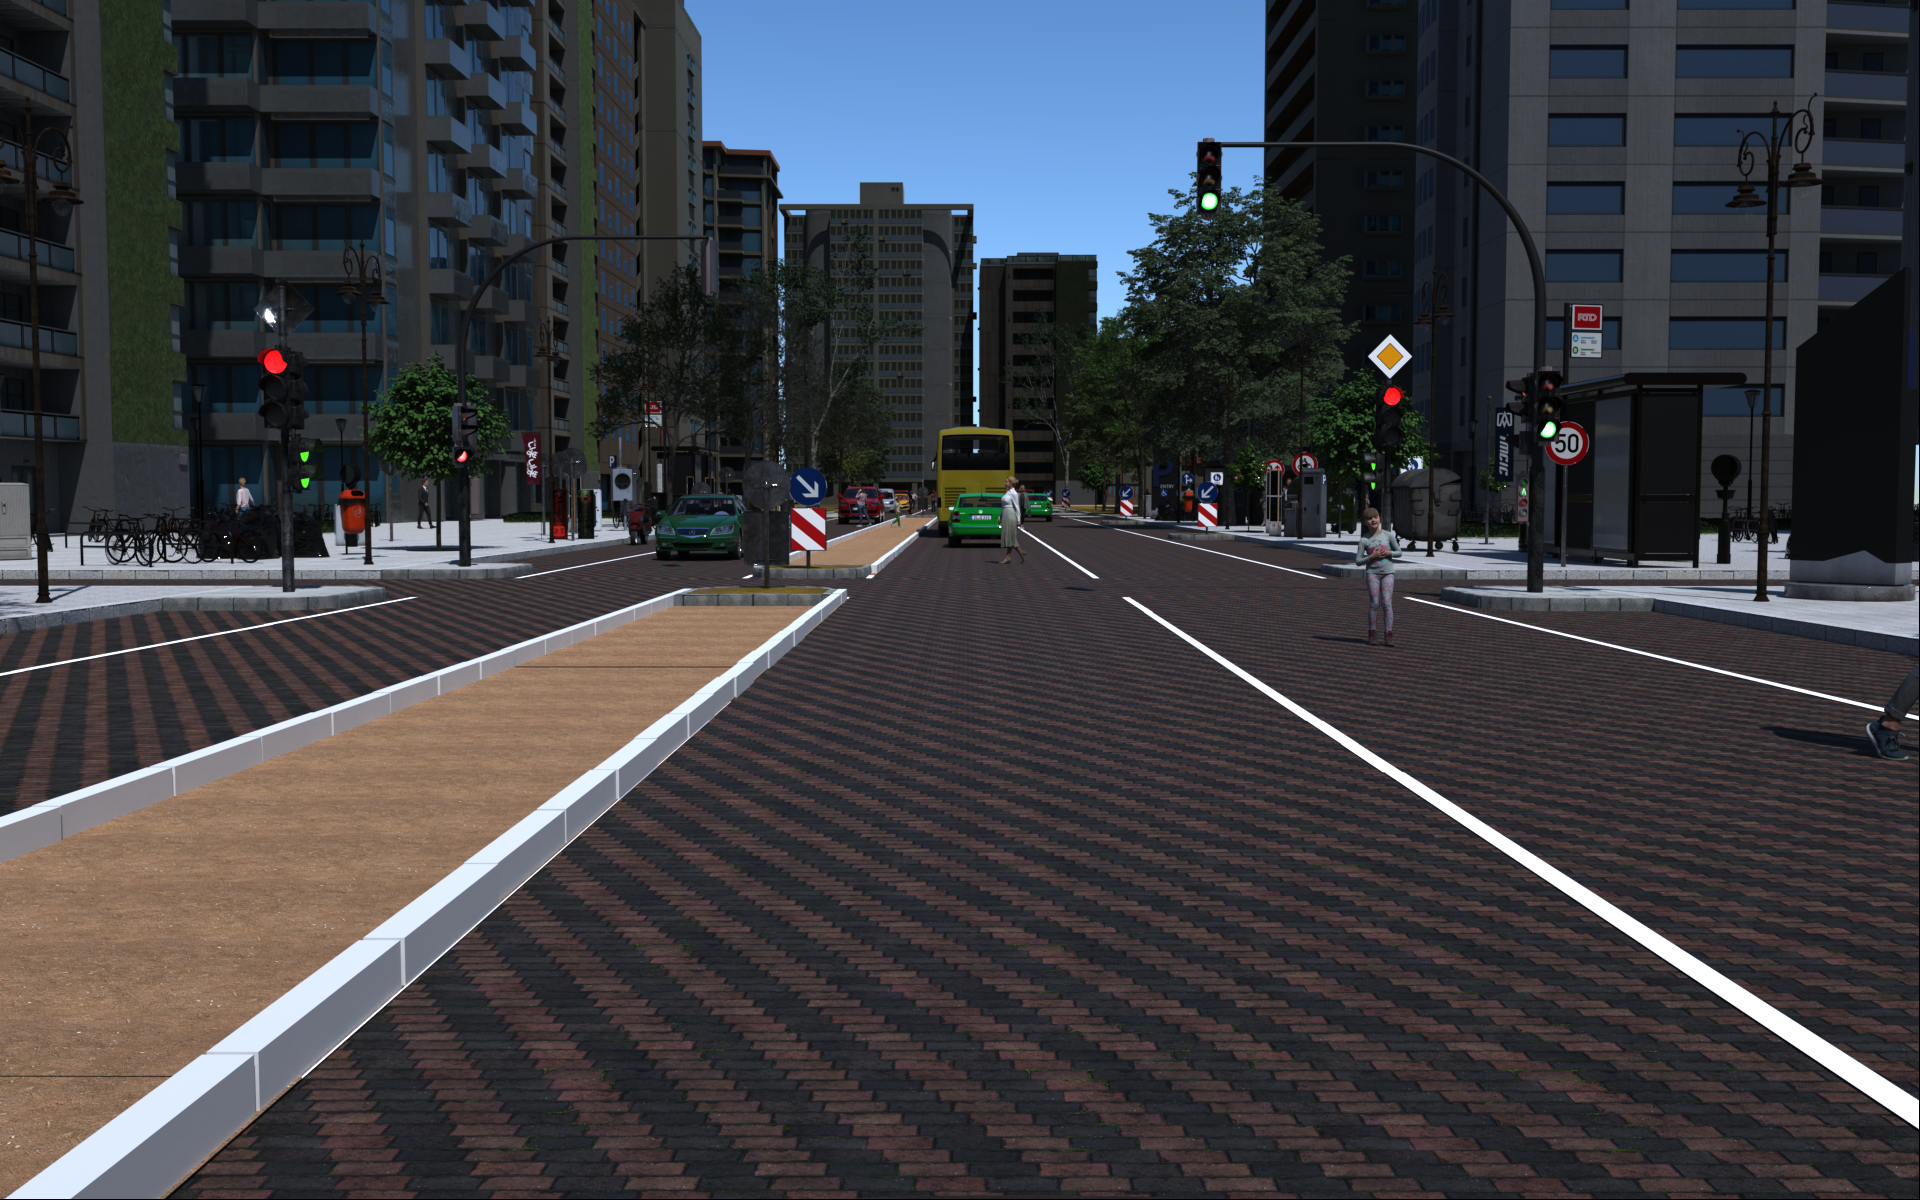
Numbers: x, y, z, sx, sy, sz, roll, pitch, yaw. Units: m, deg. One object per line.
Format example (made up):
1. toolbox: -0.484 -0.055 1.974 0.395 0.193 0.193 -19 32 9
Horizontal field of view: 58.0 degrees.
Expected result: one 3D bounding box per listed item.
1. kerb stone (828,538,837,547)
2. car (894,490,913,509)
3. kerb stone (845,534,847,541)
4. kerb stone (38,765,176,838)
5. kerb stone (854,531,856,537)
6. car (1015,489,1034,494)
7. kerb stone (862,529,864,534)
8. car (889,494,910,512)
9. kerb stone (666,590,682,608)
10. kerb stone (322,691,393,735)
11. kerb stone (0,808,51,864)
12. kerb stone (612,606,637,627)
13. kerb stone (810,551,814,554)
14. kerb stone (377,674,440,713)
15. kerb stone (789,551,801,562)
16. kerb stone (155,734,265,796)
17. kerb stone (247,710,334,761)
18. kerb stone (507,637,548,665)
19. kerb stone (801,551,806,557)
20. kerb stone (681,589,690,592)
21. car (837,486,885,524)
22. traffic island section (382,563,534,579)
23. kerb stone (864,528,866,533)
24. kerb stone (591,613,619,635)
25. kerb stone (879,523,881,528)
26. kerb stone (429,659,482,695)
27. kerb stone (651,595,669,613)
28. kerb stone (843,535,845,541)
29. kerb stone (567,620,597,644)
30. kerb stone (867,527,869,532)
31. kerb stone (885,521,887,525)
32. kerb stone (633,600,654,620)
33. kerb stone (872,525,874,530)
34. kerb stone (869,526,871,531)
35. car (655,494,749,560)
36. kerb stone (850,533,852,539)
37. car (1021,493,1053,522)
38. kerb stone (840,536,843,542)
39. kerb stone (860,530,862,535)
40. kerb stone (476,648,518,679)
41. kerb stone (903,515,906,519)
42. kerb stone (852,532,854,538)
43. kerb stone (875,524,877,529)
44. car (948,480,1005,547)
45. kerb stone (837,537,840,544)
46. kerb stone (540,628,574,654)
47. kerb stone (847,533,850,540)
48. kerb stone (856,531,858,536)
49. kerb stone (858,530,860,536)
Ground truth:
1. kerb stone: -3.582 -1.585 48.137 0.120 0.150 1.000 0 4 0
2. car: -5.545 -9.548 164.778 2.281 1.827 5.304 0 4 0
3. kerb stone: -3.565 -1.830 52.235 0.120 0.150 1.000 0 4 0
4. kerb stone: -3.760 0.891 7.635 0.120 0.150 1.000 0 4 0
5. kerb stone: -3.543 -2.088 56.337 0.120 0.150 1.000 0 4 0
6. car: 4.876 -7.652 133.786 2.281 1.827 5.304 0 4 -1
7. kerb stone: -3.526 -2.340 60.450 0.120 0.150 1.000 0 4 0
8. car: -4.754 -7.816 138.014 2.015 1.641 3.980 0 4 -1
9. kerb stone: -3.698 0.013 21.978 0.120 0.150 1.000 0 4 0
10. kerb stone: -3.748 0.708 10.701 0.120 0.150 1.000 0 4 0
11. kerb stone: -3.753 0.954 6.613 0.120 0.150 1.000 0 4 0
12. kerb stone: -3.711 0.204 18.895 0.120 0.150 1.000 0 4 0
13. kerb stone: -3.609 -1.148 40.963 0.120 0.150 1.000 0 4 0
14. kerb stone: -3.747 0.642 11.722 0.120 0.150 1.000 0 4 0
15. kerb stone: -3.631 -0.959 37.876 0.120 0.150 1.000 0 4 0
16. kerb stone: -3.754 0.828 8.657 0.120 0.150 1.000 0 4 0
17. kerb stone: -3.755 0.766 9.679 0.120 0.150 1.000 0 4 0
18. kerb stone: -3.728 0.452 14.801 0.120 0.150 1.000 0 4 0
19. kerb stone: -3.622 -1.022 38.898 0.120 0.150 1.000 0 4 0
20. kerb stone: -3.690 -0.050 23.007 0.120 0.150 1.000 0 4 0
21. car: -4.731 -4.572 83.427 2.281 1.827 5.304 0 3 0
22. traffic island section: -8.786 -0.515 30.697 2.009 0.180 2.903 0 4 0
23. kerb stone: -3.527 -2.402 61.476 0.120 0.150 1.000 0 4 0
24. kerb stone: -3.707 0.265 17.867 0.120 0.150 1.000 0 4 0
25. kerb stone: -3.476 -3.029 71.740 0.120 0.150 1.000 0 4 0
26. kerb stone: -3.734 0.578 12.744 0.120 0.150 1.000 0 4 0
27. kerb stone: -3.700 0.076 20.952 0.120 0.150 1.000 0 4 0
28. kerb stone: -3.570 -1.775 51.212 0.120 0.150 1.000 0 4 0
29. kerb stone: -3.719 0.329 16.846 0.120 0.150 1.000 0 4 0
30. kerb stone: -3.511 -2.528 63.525 0.120 0.150 1.000 0 4 0
31. kerb stone: -3.452 -3.342 76.866 0.120 0.150 1.000 0 4 0
32. kerb stone: -3.702 0.139 19.916 0.120 0.150 1.000 0 4 0
33. kerb stone: -3.500 -2.717 66.614 0.120 0.150 1.000 0 4 0
34. kerb stone: -3.508 -2.589 64.548 0.120 0.150 1.000 0 4 0
35. car: -5.702 -1.677 39.222 2.131 1.459 4.920 0 3 0
36. kerb stone: -3.562 -1.957 54.293 0.120 0.150 1.000 0 4 0
37. car: 3.905 -4.999 90.529 1.959 1.807 4.718 0 4 1
38. kerb stone: -3.566 -1.709 50.184 0.120 0.150 1.000 0 4 0
39. kerb stone: -3.538 -2.277 59.418 0.120 0.150 1.000 0 4 0
40. kerb stone: -3.725 0.518 13.777 0.120 0.150 1.000 0 4 0
41. kerb stone: -3.344 -4.914 102.536 0.120 0.150 1.000 0 4 0
42. kerb stone: -3.553 -2.023 55.315 0.120 0.150 1.000 0 4 0
43. kerb stone: -3.490 -2.842 68.658 0.120 0.150 1.000 0 4 0
44. car: 0.622 -2.388 47.835 1.959 1.807 4.718 0 4 2
45. kerb stone: -3.574 -1.649 49.160 0.120 0.150 1.000 0 4 0
46. kerb stone: -3.721 0.390 15.824 0.120 0.150 1.000 0 4 0
47. kerb stone: -3.565 -1.900 53.262 0.120 0.150 1.000 0 4 0
48. kerb stone: -3.546 -2.148 57.369 0.120 0.150 1.000 0 4 0
49. kerb stone: -3.537 -2.212 58.391 0.120 0.150 1.000 0 4 0
